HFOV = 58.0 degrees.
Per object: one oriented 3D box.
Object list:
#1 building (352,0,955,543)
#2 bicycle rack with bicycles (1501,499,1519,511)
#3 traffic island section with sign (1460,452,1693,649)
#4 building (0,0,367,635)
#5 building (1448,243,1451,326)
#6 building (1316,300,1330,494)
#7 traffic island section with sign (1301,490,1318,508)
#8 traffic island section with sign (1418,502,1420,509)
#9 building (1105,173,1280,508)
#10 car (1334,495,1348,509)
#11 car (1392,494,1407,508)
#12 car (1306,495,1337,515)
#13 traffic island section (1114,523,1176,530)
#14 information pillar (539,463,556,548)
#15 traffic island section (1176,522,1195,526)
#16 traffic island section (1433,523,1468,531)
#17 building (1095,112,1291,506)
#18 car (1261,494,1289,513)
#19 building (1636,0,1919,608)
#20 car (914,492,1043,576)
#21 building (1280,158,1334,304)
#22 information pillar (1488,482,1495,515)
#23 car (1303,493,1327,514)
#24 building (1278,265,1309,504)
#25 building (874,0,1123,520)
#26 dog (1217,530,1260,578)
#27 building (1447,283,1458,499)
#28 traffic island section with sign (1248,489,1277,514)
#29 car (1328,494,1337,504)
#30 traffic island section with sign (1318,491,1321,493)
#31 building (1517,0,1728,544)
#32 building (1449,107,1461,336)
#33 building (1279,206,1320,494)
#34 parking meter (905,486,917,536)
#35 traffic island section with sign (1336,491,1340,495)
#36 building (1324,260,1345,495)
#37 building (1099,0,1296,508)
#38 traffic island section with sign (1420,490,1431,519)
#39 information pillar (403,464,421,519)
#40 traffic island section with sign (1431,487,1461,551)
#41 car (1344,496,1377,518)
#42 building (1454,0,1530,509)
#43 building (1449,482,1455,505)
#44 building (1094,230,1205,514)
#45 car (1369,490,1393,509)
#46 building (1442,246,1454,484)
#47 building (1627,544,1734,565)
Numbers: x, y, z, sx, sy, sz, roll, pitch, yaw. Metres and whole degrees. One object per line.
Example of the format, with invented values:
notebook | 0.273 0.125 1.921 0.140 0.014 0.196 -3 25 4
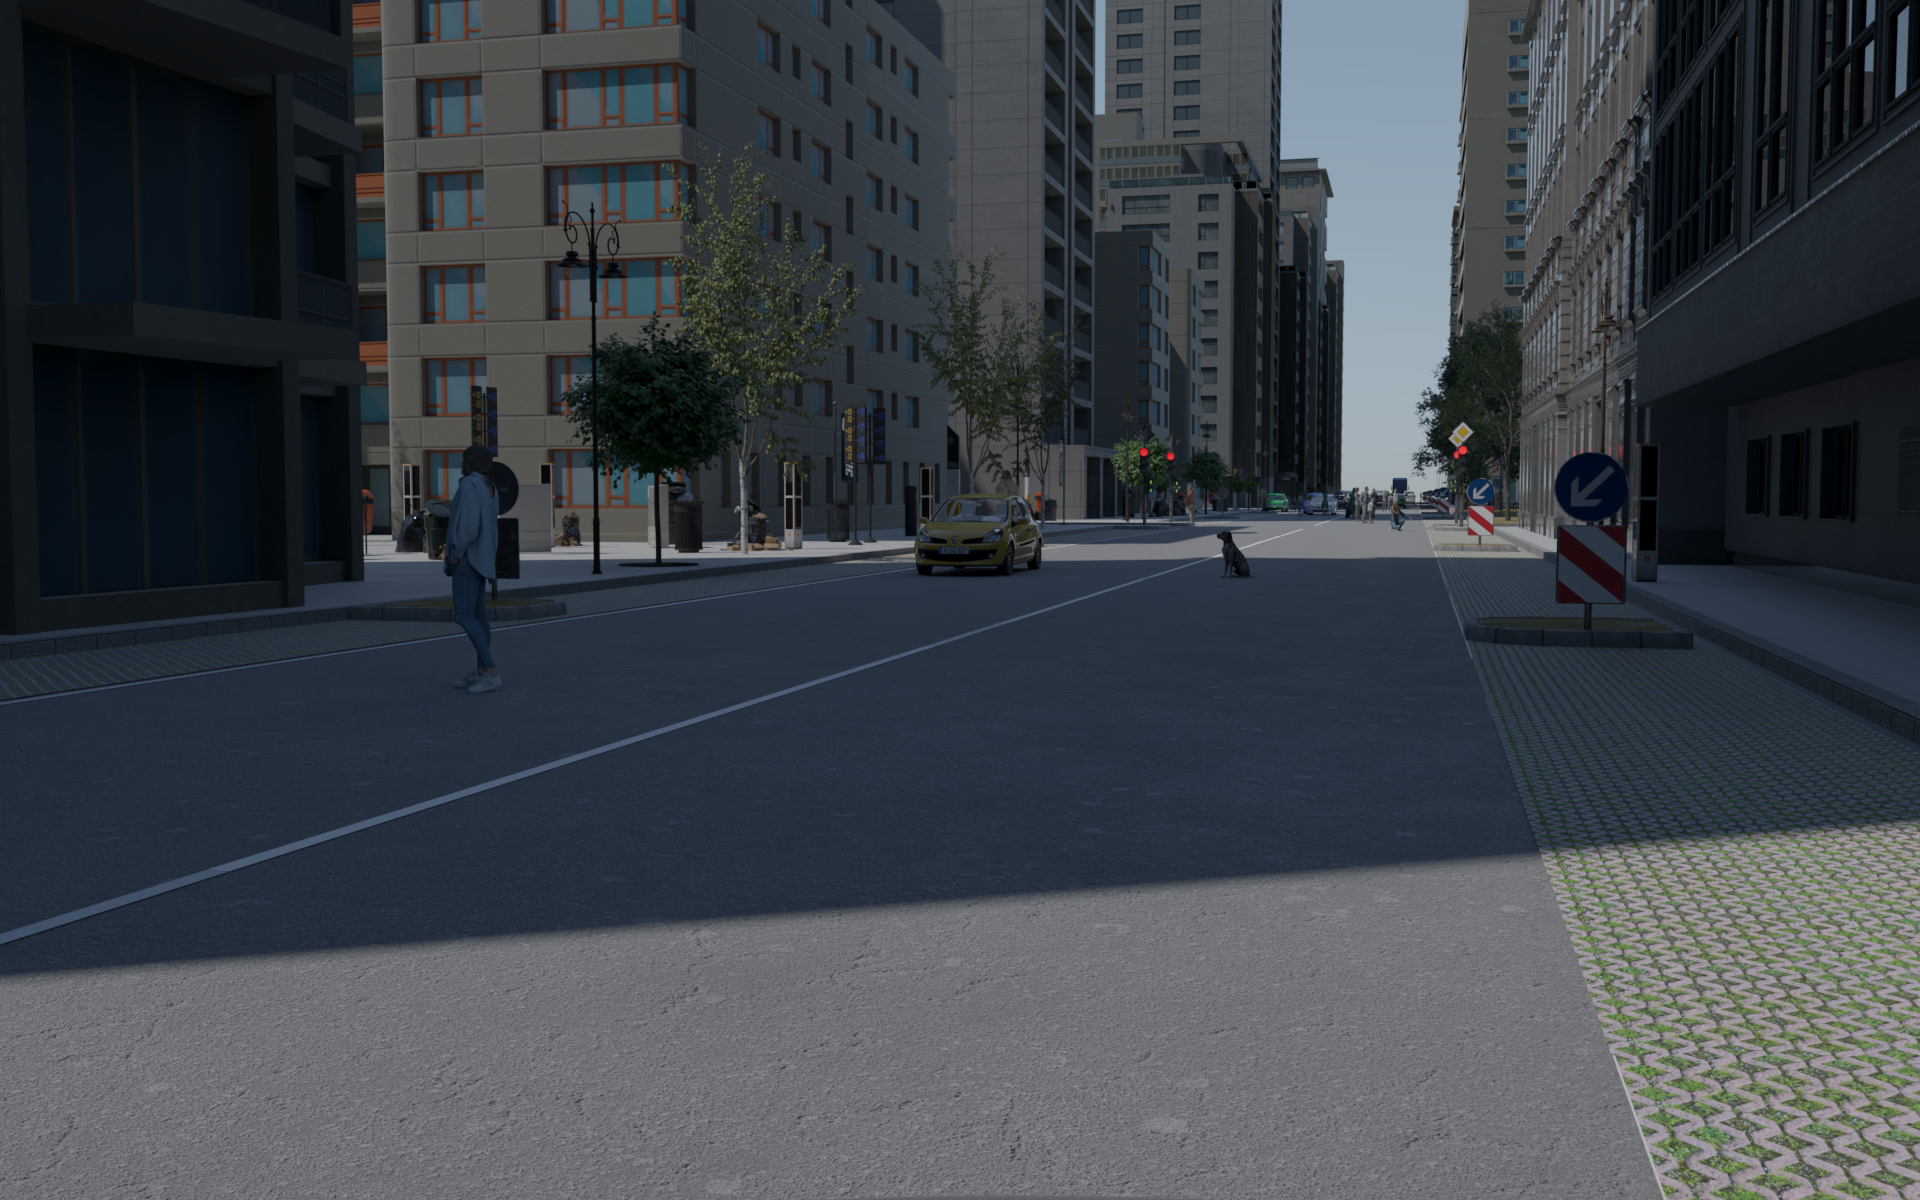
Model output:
building | -17.690 -13.264 61.904 28.899 21.520 27.650 1 4 15
bicycle rack with bicycles | 41.359 -7.047 128.600 2.852 0.926 2.925 -3 5 -42
traffic island section with sign | 6.013 -0.514 17.037 1.989 1.847 2.006 1 4 15
building | -18.902 -21.909 12.835 22.147 44.769 28.867 1 4 15
building | 83.233 -36.673 254.225 22.147 44.769 28.867 1 4 15
building | 46.913 -29.584 255.397 14.160 30.474 14.107 1 4 15
traffic island section with sign | 34.909 -10.192 175.265 1.989 1.847 2.006 1 4 15
traffic island section with sign | 33.969 -7.038 123.704 1.989 1.847 2.006 1 4 15
building | 21.492 -23.761 160.186 14.160 30.474 14.107 1 4 15
car | 36.660 -9.505 167.980 1.945 1.354 3.894 1 4 16
car | 44.033 -10.132 174.452 1.959 1.807 4.718 1 4 15
car | 24.799 -6.499 118.612 2.083 1.381 4.827 1 4 15
traffic island section | 7.524 -2.969 70.827 2.009 0.180 2.903 1 4 15
information pillar | -9.872 -2.260 41.448 0.304 2.012 0.304 0 4 -2
traffic island section | 9.548 -3.442 78.552 2.009 0.180 2.903 1 4 15
traffic island section | 21.632 -3.248 75.392 2.009 0.180 2.903 1 4 15
building | 17.991 -29.905 180.831 32.217 40.220 23.993 1 4 15
car | 24.502 -7.698 134.666 1.959 1.807 4.718 1 4 16
building | 15.868 -13.674 17.073 14.314 27.812 24.014 1 4 15
car | 0.369 -1.321 31.824 2.015 1.641 3.980 1 4 14
building | 44.297 -42.062 276.949 28.713 52.752 27.495 1 4 15
information pillar | 32.147 -6.134 104.776 0.304 2.012 0.304 -2 4 -33
car | 25.945 -7.152 126.529 1.945 1.707 3.694 1 4 13
building | 36.074 -27.255 217.326 14.160 30.474 14.107 1 4 15
building | -1.094 -40.277 96.788 20.563 71.187 20.611 1 4 15
dog | 4.831 -0.786 29.688 0.800 0.831 0.513 1 4 18
building | 73.569 -28.332 234.933 14.160 30.474 14.107 1 4 15
traffic island section with sign | 22.195 -7.227 126.790 1.989 1.847 2.006 1 4 15
car | 33.128 -8.840 156.534 2.014 1.417 4.499 1 4 16
traffic island section with sign | 41.771 -11.792 201.430 1.989 1.847 2.006 1 4 15
building | 23.659 -12.652 56.014 9.793 20.994 18.267 1 4 15
building | 63.022 -32.129 179.930 22.147 44.769 28.867 1 4 15
building | 42.266 -34.085 240.881 14.154 41.232 14.086 1 4 15
parking meter | -1.497 -2.719 52.867 0.372 1.533 0.369 0 3 0
traffic island section with sign | 55.596 -15.021 254.225 1.989 1.847 2.006 1 4 15
building | 57.995 -37.455 295.983 14.154 41.232 14.086 1 4 15
building | 28.536 -46.599 200.142 20.563 71.187 20.611 1 4 15
traffic island section with sign | 27.136 -5.443 97.626 1.989 1.847 2.006 1 4 15
information pillar | -13.440 -2.326 42.515 0.304 2.012 0.304 2 4 33
traffic island section with sign | 13.015 -2.149 43.761 1.989 1.847 2.006 1 4 15
car | 24.149 -5.623 104.521 1.945 1.354 3.894 1 4 13
building | 56.037 -32.509 155.217 21.300 48.544 21.600 1 4 15
building | 75.048 -31.375 204.857 32.217 40.220 23.993 1 4 15
building | 2.886 -17.494 131.059 27.650 21.520 28.899 1 4 15
car | 40.734 -9.720 167.599 2.281 1.827 5.304 1 4 15
building | 91.654 -40.581 283.103 23.786 49.044 30.456 1 4 15
building | 19.243 -11.570 38.321 9.793 20.994 18.267 1 4 15
